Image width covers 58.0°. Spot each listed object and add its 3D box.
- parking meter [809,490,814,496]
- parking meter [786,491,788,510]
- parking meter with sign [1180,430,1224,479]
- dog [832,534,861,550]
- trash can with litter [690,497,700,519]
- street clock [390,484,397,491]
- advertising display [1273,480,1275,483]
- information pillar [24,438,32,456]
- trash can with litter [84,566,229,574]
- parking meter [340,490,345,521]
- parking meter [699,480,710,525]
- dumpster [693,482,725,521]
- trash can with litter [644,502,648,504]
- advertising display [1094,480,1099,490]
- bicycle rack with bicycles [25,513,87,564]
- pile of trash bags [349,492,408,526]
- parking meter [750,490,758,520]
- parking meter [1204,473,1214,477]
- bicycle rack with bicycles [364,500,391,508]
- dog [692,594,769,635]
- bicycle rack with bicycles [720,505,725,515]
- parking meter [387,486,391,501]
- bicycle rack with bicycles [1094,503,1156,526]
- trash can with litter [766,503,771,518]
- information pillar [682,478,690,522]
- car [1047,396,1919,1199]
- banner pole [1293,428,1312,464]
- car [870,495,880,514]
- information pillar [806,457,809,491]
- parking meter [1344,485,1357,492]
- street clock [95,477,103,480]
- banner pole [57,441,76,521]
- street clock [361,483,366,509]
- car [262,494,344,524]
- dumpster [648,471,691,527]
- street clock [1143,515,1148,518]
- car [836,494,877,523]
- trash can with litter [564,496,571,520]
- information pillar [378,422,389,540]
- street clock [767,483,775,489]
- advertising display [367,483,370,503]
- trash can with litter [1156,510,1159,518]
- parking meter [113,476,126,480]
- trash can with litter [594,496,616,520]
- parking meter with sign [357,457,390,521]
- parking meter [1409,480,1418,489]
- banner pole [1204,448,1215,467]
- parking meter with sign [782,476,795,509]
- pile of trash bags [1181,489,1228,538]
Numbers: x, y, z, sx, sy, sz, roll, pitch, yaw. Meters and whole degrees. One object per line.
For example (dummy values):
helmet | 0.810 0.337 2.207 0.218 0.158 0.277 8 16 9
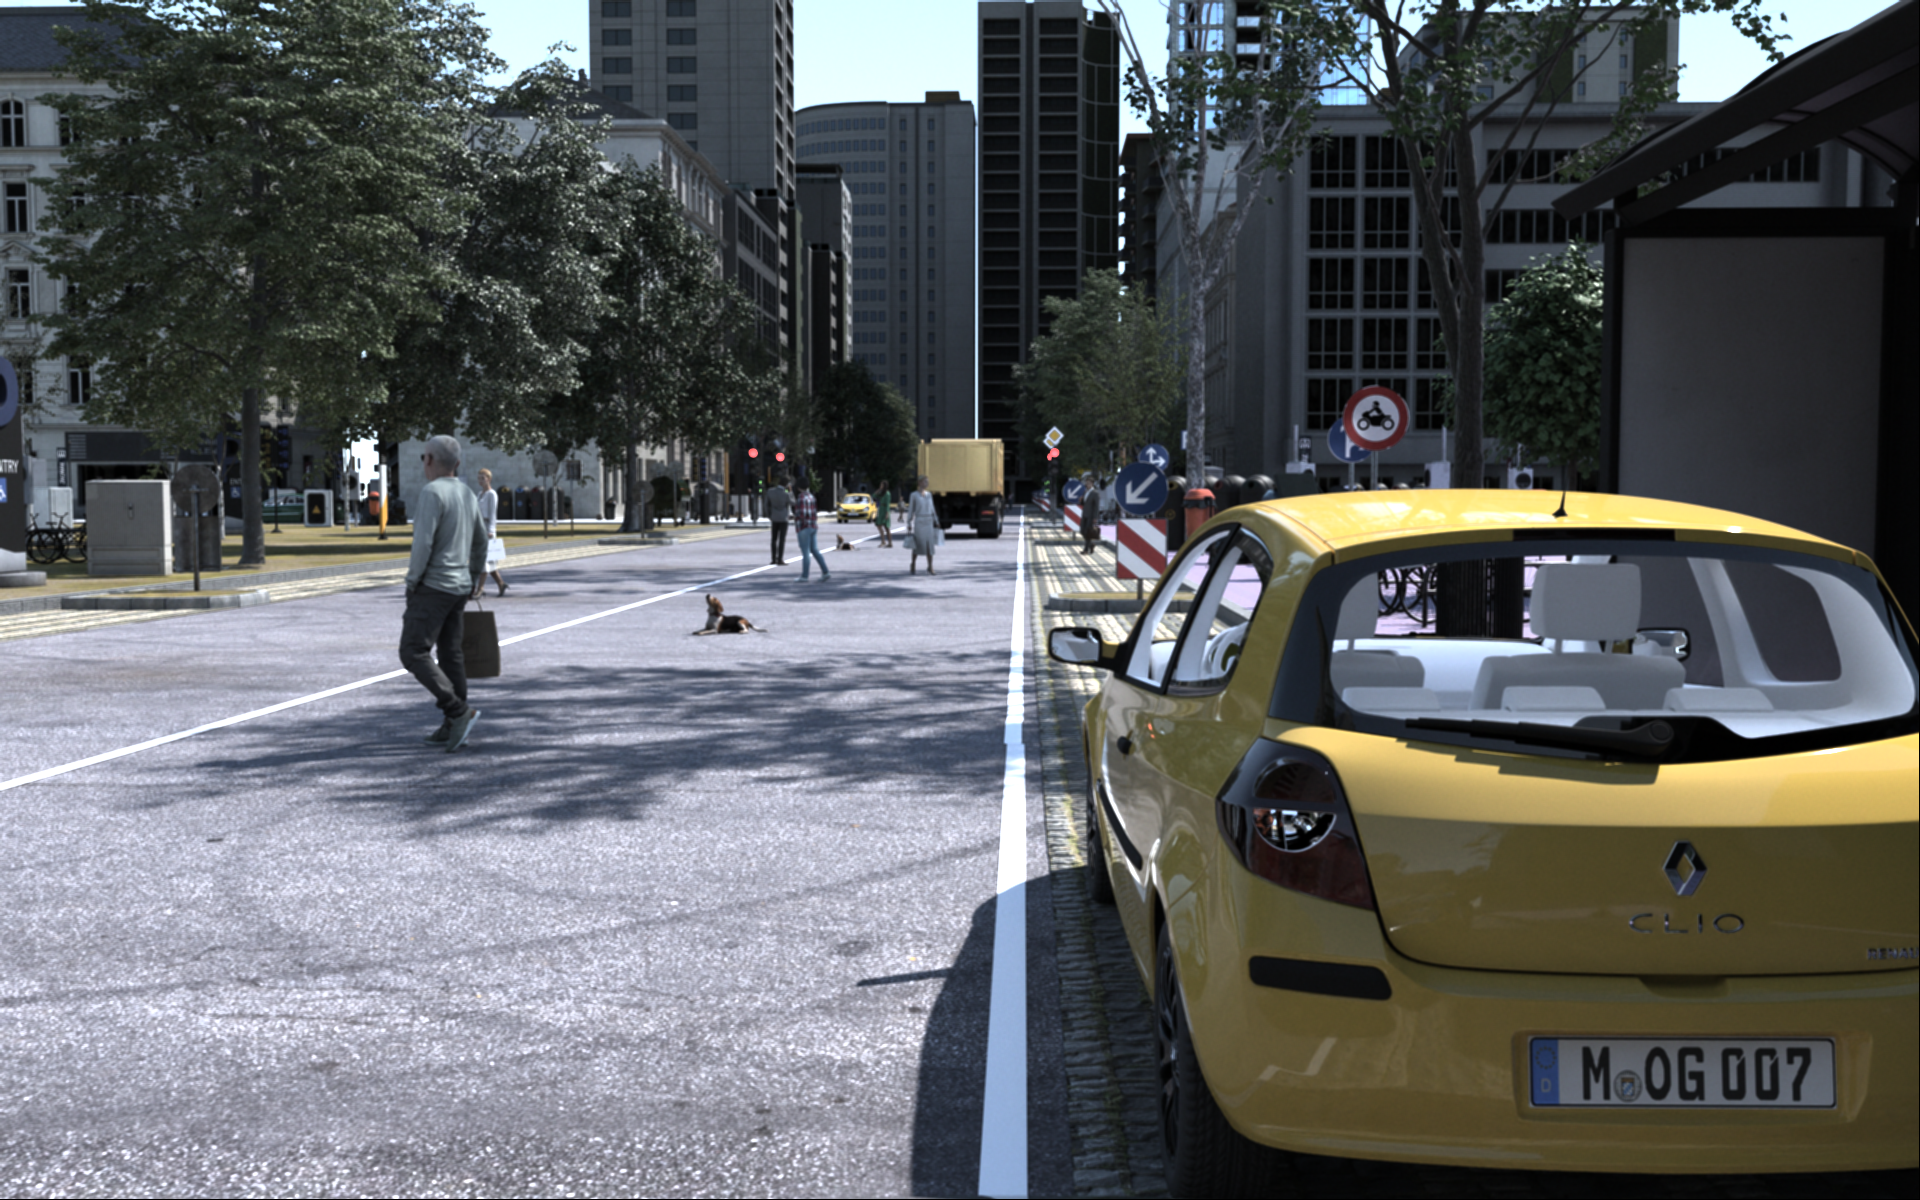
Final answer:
parking meter | -9.304 -6.109 108.290 0.372 1.533 0.369 0 3 0
parking meter | -10.380 -6.010 103.972 0.399 1.863 0.255 1 4 17
parking meter with sign | 6.877 -3.136 47.537 1.738 3.016 0.543 -2 4 -34
dog | -2.898 -1.469 44.212 0.748 0.427 0.550 0 4 -1
trash can with litter | -13.589 -4.673 87.798 0.624 1.170 1.055 1 4 18
street clock | -40.043 -7.211 122.466 0.471 2.002 0.358 -2 4 -25
advertising display | 14.824 -4.656 81.343 0.974 1.923 0.123 0 4 1
information pillar | -38.856 -4.945 72.201 0.504 3.616 0.183 1 4 19
trash can with litter | -13.379 -1.089 28.867 2.233 1.210 1.678 -2 4 -28
parking meter | -29.295 -4.524 82.374 0.372 1.533 0.369 0 3 0
parking meter | -10.767 -4.115 72.985 0.255 1.863 0.399 2 4 33
dumpster | -11.960 -4.686 82.373 1.264 1.857 1.865 0 4 2
trash can with litter | -15.426 -4.488 84.766 0.624 1.170 1.055 -2 4 -27
advertising display | 6.412 -4.692 81.936 0.123 1.923 0.974 -2 4 -30
bicycle rack with bicycles | -16.799 -1.185 32.761 2.925 0.926 2.852 -1 4 -10
pile of trash bags | -23.503 -3.702 70.286 1.912 1.369 3.447 -1 4 -9
parking meter | -10.027 -4.650 84.432 0.372 1.533 0.369 0 3 0
parking meter | 6.549 -2.461 45.956 0.399 1.863 0.255 2 4 24
bicycle rack with bicycles | -47.006 -7.653 138.515 2.852 0.926 2.925 3 5 42
dog | -2.355 0.145 17.814 0.748 0.427 0.550 0 4 1
bicycle rack with bicycles | -15.532 -5.621 105.288 2.925 0.926 2.852 -2 4 -33
parking meter | -43.020 -7.635 130.541 0.255 1.863 0.399 -1 4 -22
bicycle rack with bicycles | 6.581 -3.482 70.310 2.925 0.926 2.852 0 4 -2
trash can with litter | -9.755 -4.893 91.389 1.055 1.170 0.624 1 4 23
information pillar | -12.804 -4.675 80.927 0.304 2.012 0.304 -2 4 -24
car | 1.273 0.326 4.896 2.015 1.641 3.980 0 4 1
banner pole | 12.743 -4.577 64.844 0.863 3.779 0.401 1 4 10
car | -6.565 -6.774 123.335 1.945 1.354 3.894 0 4 4
information pillar | -9.717 -7.268 110.193 0.183 3.616 0.504 0 4 5
parking meter | 10.757 -2.406 47.749 0.372 1.533 0.369 0 3 0
street clock | -36.322 -4.192 73.107 0.358 2.002 0.471 -3 4 -37
banner pole | -42.413 -5.634 82.138 0.401 3.779 0.863 2 4 31
street clock | -37.697 -6.406 109.306 0.358 2.002 0.471 0 4 2
car | -29.620 -3.944 76.280 4.920 1.459 2.131 0 4 2
dumpster | -11.567 -4.038 68.515 1.502 2.255 1.985 0 4 2
street clock | 4.945 -2.563 46.475 0.358 2.002 0.471 0 4 6
car | -5.121 -4.657 86.360 2.015 1.641 3.980 0 4 3
trash can with litter | -19.673 -4.603 86.653 0.624 1.170 1.055 -1 4 -9
information pillar | -16.246 -3.509 48.721 0.183 3.616 0.504 0 4 -1
street clock | -11.950 -6.409 109.363 0.471 2.002 0.358 -1 4 -15
advertising display | -33.761 -5.763 99.435 0.123 1.923 0.974 0 4 6
trash can with litter | 7.095 -3.198 63.347 1.678 1.210 2.233 1 4 22
parking meter | -27.886 -3.167 57.499 0.399 1.863 0.255 1 4 18
trash can with litter | -17.444 -4.511 85.141 1.055 1.170 0.624 -1 4 -17
parking meter with sign | -27.698 -5.269 82.403 1.738 3.016 0.543 -1 4 -9
parking meter | 18.535 -3.988 70.907 0.399 1.863 0.255 1 4 22
banner pole | 13.477 -6.327 93.469 0.863 3.779 0.401 1 4 20
parking meter with sign | -14.592 -9.336 148.902 1.738 3.016 0.543 -2 4 -30
pile of trash bags | 5.281 -1.322 31.360 3.447 1.369 1.912 -3 5 -41
